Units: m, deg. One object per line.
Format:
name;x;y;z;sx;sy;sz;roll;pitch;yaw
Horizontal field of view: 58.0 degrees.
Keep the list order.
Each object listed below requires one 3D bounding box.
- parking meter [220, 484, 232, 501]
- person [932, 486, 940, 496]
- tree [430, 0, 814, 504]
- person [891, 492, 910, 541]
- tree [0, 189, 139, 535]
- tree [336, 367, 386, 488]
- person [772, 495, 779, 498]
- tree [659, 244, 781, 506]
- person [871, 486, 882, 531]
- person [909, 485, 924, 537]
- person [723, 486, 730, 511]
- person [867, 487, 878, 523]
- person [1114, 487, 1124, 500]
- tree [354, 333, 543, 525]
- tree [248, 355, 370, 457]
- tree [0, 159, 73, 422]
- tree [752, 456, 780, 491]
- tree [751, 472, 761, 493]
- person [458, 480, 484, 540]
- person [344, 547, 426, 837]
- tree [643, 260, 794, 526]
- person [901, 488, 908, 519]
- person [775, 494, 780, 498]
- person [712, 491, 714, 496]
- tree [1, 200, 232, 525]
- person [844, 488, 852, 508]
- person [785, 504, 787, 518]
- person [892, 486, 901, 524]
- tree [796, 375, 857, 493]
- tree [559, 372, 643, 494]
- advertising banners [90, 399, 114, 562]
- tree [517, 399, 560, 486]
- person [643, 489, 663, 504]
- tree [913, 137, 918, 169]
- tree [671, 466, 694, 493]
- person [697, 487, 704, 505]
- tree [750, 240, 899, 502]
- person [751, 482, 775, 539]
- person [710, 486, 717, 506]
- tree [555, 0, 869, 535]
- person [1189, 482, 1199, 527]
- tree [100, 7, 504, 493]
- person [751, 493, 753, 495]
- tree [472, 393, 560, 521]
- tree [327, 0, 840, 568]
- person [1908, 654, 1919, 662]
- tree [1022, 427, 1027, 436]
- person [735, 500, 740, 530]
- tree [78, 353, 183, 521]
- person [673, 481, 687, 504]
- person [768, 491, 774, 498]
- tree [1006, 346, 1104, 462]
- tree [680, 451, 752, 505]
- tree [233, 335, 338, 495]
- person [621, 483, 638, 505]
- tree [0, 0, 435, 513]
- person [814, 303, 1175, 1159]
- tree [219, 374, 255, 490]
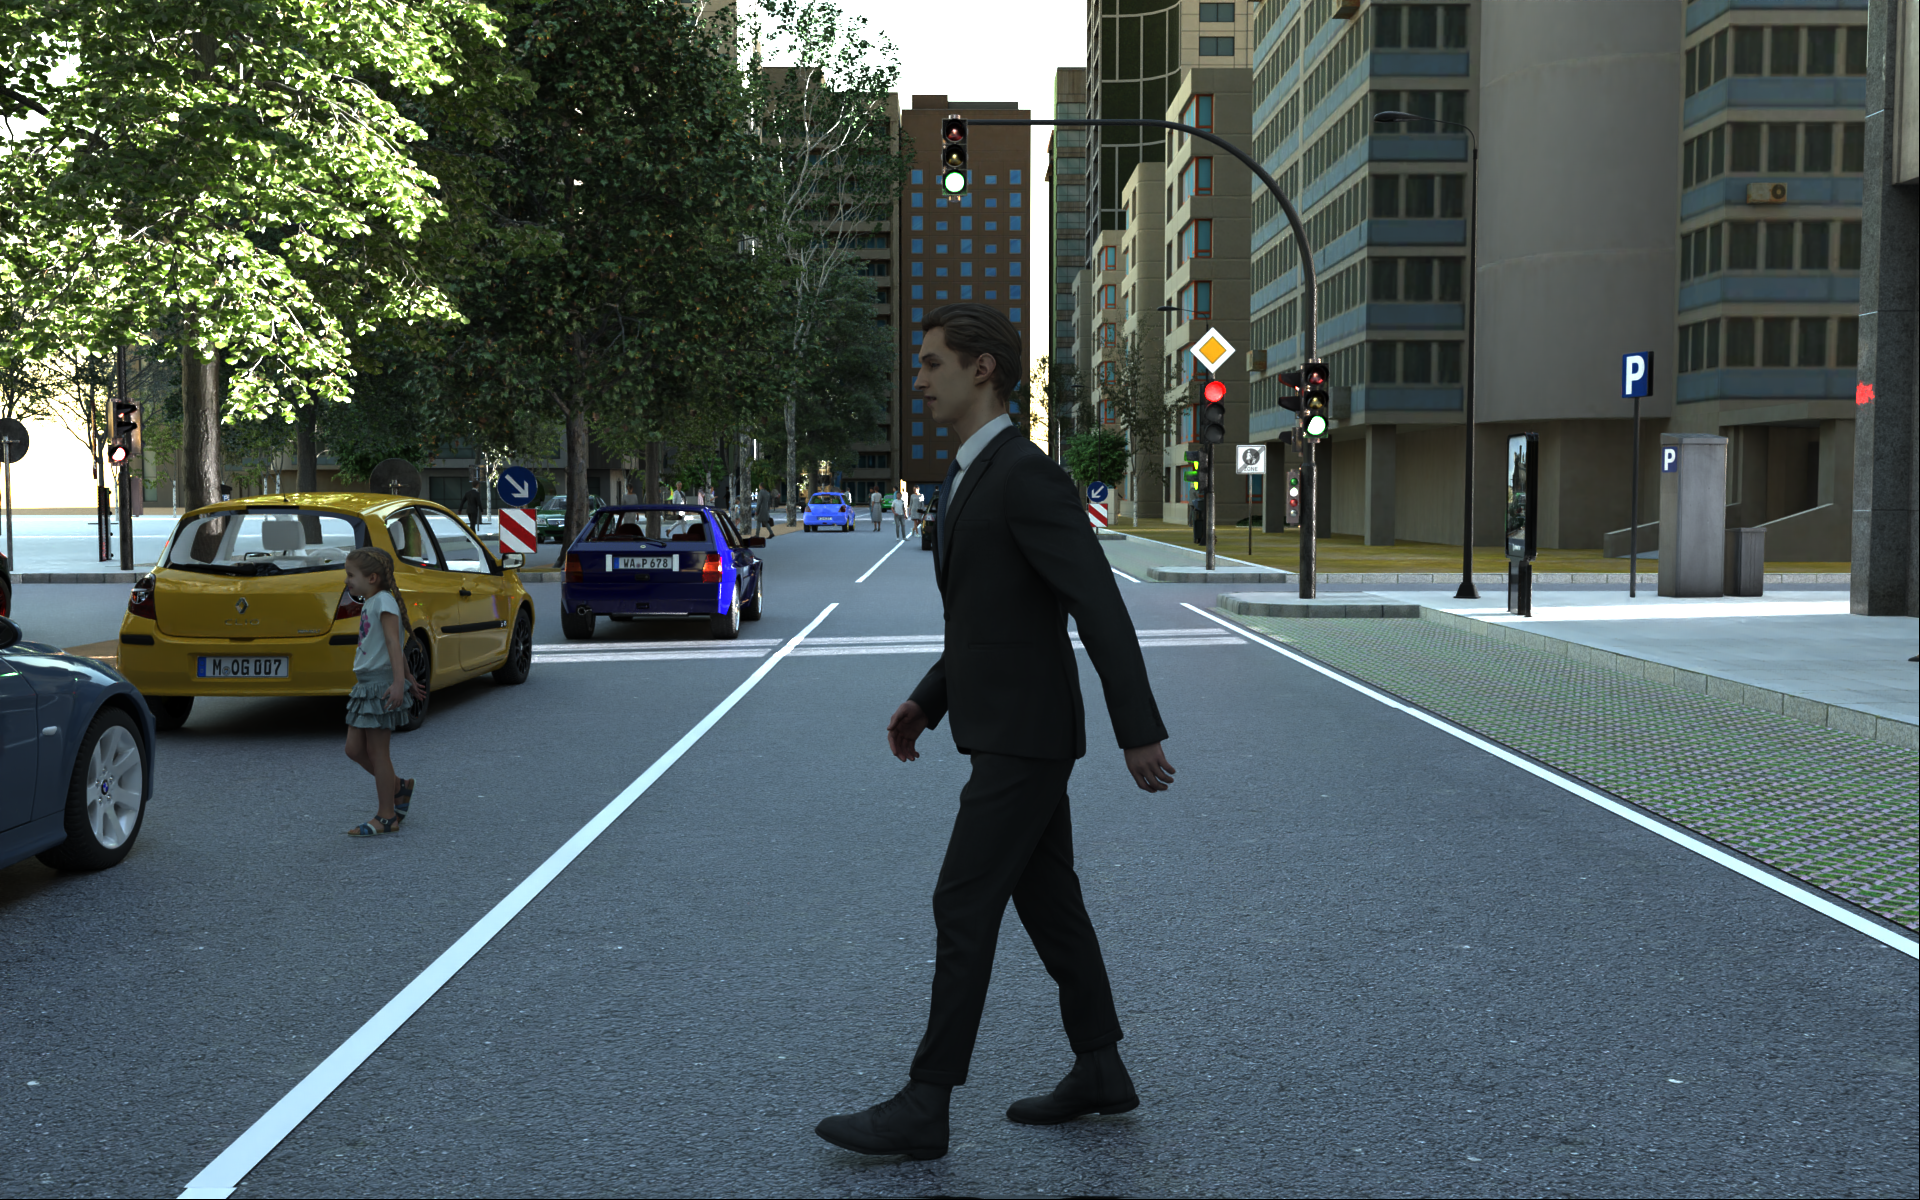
parking meter;-16.366;-1.841;38.511;0.372;1.533;0.369;0;3;0
person;-1.202;-5.362;95.539;0.648;1.900;0.474;-1;4;-21
tree;-7.374;-7.366;41.023;7.486;12.596;7.792;0;3;0
person;-1.833;-2.582;53.307;0.523;1.515;0.503;3;4;36
tree;-29.756;-7.261;53.128;8.767;10.594;7.601;-2;4;-31
tree;-27.087;-8.210;84.599;4.737;8.622;4.395;0;3;0
person;-19.171;-10.510;178.603;1.217;1.743;0.721;-1;4;-17
tree;-6.942;-5.795;47.562;4.360;8.622;3.978;0;3;0
person;-3.231;-3.513;66.511;0.480;1.755;0.524;-3;4;-37
person;-1.482;-2.971;57.820;0.466;1.731;0.760;-2;4;-32
person;-17.983;-7.837;133.808;0.705;1.869;1.348;1;4;11
person;-4.277;-4.675;85.278;0.623;1.781;0.721;0;4;-6
person;9.855;-6.349;109.872;0.705;1.821;1.348;-3;4;-38
tree;-20.283;-9.004;72.969;9.928;11.665;9.643;0;3;0
tree;-33.899;-9.574;90.946;7.601;10.594;8.767;-1;4;-15
tree;-21.162;-5.279;36.666;4.360;8.622;3.978;0;3;0
tree;-16.852;-10.011;147.388;4.285;4.588;4.351;0;3;0
tree;-16.961;-8.932;140.646;1.663;3.219;1.824;0;3;0
person;-14.357;-2.625;51.188;0.659;1.850;0.755;2;4;28
person;-2.385;0.381;7.293;0.382;1.210;0.505;-2;4;-33
tree;-6.880;-6.089;52.367;4.737;8.622;4.395;0;3;0
person;-3.104;-5.382;96.715;0.478;1.798;0.641;-2;4;-24
person;-18.383;-10.169;173.250;0.756;1.711;0.436;3;4;37
person;-18.587;-7.513;128.751;0.599;1.838;0.709;2;4;28
tree;-36.355;-9.942;72.923;12.009;13.543;11.850;0;3;0
person;-6.601;-5.718;102.082;0.635;1.810;0.391;3;5;39
person;-10.216;-5.749;103.502;0.522;1.701;0.512;0;4;-3
person;-3.001;-4.586;83.502;0.620;1.820;0.660;1;4;16
tree;-7.540;-8.683;94.791;4.360;8.622;3.978;0;3;0
tree;-16.826;-8.351;86.906;4.737;8.622;4.395;0;3;0
advertising banners;-16.354;-2.250;32.976;0.090;3.025;2.074;-1;4;-18
tree;-24.323;-9.176;100.396;4.737;8.622;4.395;0;3;0
person;-9.988;-2.920;56.426;0.473;1.802;0.592;-3;5;-44
tree;-8.579;-13.308;75.927;12.611;20.169;13.585;0;3;0
tree;-17.548;-6.977;108.673;1.663;3.219;1.824;0;3;0
person;-16.135;-6.199;108.058;0.621;1.740;0.551;-3;5;-39
tree;-7.486;-10.906;87.433;9.857;13.997;8.962;0;3;0
person;-6.345;-2.875;55.605;0.767;1.812;0.694;2;4;27
person;-9.908;-3.698;69.529;0.524;1.755;0.480;1;4;10
tree;-8.709;-12.380;60.766;12.611;20.169;13.585;0;3;0
person;9.222;-3.777;67.974;0.526;1.800;0.537;-1;4;-20
tree;-16.654;-8.412;44.197;9.857;13.997;8.962;0;3;0
person;-16.900;-8.022;138.022;1.217;1.723;0.721;0;4;-6
tree;-21.834;-8.380;87.383;4.360;8.622;3.978;0;3;0
tree;-7.216;-6.907;32.387;9.611;12.733;9.660;0;3;0
person;7.680;-0.444;13.179;0.818;1.842;0.514;1;4;13
tree;6.070;-13.843;176.699;4.737;8.622;4.395;0;3;0
person;-8.997;-3.409;69.245;0.382;1.210;0.505;-3;4;-37
tree;-40.172;-8.089;82.616;4.737;8.622;4.395;0;3;0
person;-9.141;-2.919;56.102;0.818;1.842;0.514;0;4;2
person;-18.911;-10.058;171.311;0.721;1.723;1.217;3;5;40
tree;5.907;-10.717;109.633;7.601;10.594;8.767;0;4;8
tree;-17.182;-8.132;116.671;4.285;4.588;4.351;0;3;0
tree;-33.138;-8.107;82.911;4.737;8.622;4.395;0;3;0
person;-8.913;-2.309;46.999;0.760;1.731;0.466;1;4;23
tree;-7.197;-5.855;16.319;7.486;12.596;7.792;0;3;0
person;0.045;0.273;3.820;0.755;1.850;0.659;-1;4;-9
tree;-41.714;-9.061;98.503;4.360;8.622;3.978;0;3;0
